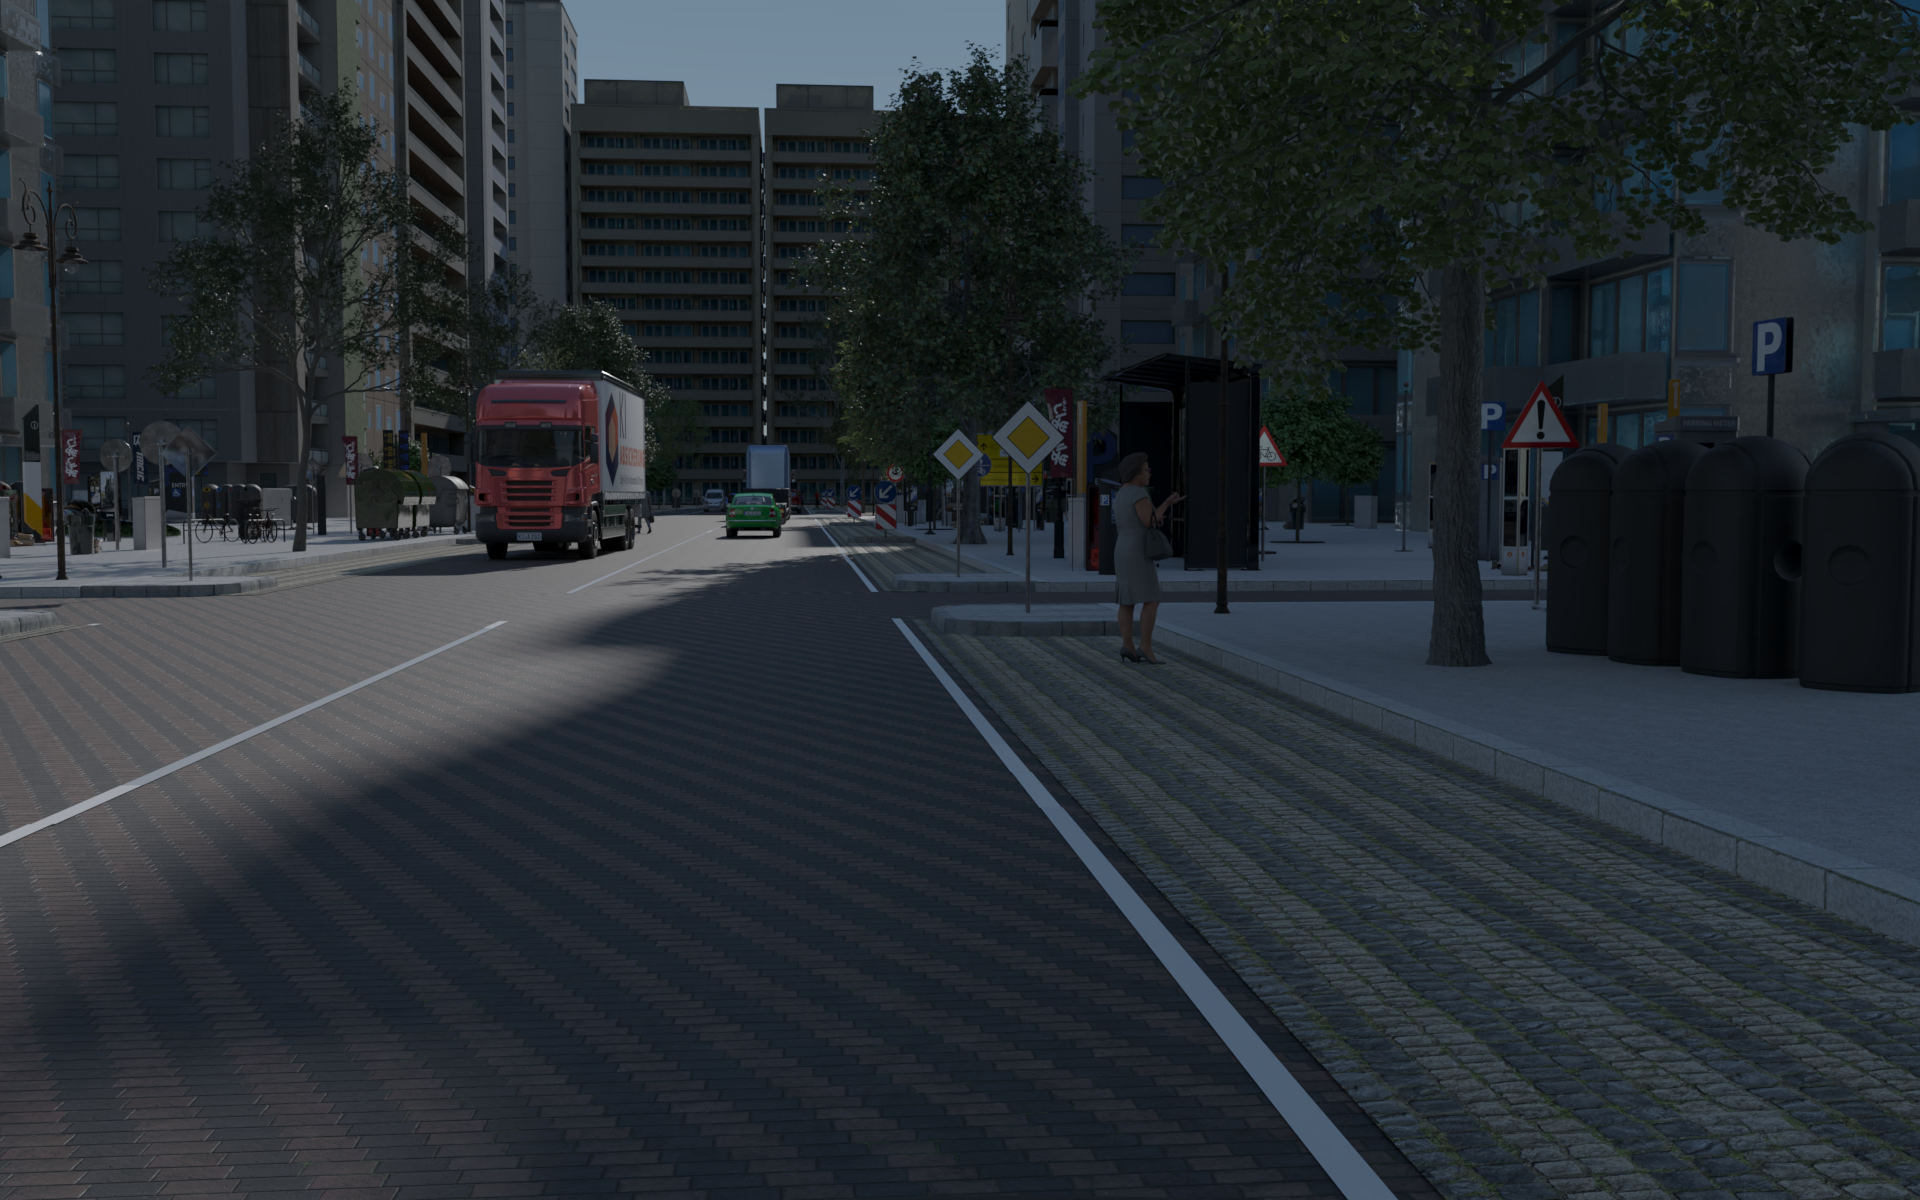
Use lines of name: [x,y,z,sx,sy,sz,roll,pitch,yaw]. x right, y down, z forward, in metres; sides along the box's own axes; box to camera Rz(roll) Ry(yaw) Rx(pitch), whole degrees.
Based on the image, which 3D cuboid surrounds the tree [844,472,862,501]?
tree: [-9.177,-9.357,147.587,1.663,3.219,1.824,0,3,0]

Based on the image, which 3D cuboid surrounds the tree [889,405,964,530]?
tree: [-0.863,-4.792,62.058,4.285,4.588,4.351,0,3,0]

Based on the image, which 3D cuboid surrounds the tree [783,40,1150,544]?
tree: [0.267,-7.789,44.350,9.611,12.733,9.660,0,3,0]

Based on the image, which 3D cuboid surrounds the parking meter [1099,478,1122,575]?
parking meter: [2.393,-1.170,27.535,0.372,1.533,0.369,0,3,0]

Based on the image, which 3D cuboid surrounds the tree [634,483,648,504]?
tree: [-23.269,-7.949,124.575,1.663,3.219,1.824,0,3,0]

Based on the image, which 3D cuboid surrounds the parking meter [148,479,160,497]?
parking meter: [-32.083,-3.871,69.008,0.255,1.863,0.399,3,5,41]

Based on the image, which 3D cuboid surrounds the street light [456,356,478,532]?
street light: [-16.499,-5.215,58.053,0.468,5.910,1.993,0,4,-5]

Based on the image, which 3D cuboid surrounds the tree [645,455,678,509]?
tree: [-25.205,-9.860,144.930,4.285,4.588,4.351,0,3,0]

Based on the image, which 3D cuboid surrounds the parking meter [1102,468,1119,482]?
parking meter: [3.384,-2.028,38.865,0.255,1.863,0.399,-2,4,-34]

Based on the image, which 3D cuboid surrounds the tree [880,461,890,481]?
tree: [-3.939,-8.858,95.182,4.360,8.622,3.978,0,3,0]

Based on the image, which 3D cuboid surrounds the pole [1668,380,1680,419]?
pole: [12.730,-2.270,30.954,0.158,3.312,0.155,0,3,0]

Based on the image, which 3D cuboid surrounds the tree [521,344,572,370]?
tree: [-19.341,-8.171,83.962,4.360,8.622,3.978,0,3,0]

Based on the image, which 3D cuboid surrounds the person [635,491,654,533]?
person: [-11.515,-3.325,62.960,0.694,1.812,0.767,-3,5,-39]

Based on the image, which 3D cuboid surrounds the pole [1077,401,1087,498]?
pole: [2.669,-2.700,37.983,0.158,3.312,0.155,0,3,0]

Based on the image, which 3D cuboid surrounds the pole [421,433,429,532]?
pole: [-17.892,-3.919,57.911,0.158,3.312,0.155,0,3,0]

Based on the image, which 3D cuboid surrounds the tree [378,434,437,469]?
tree: [-28.834,-6.505,90.073,4.285,4.588,4.351,0,3,0]

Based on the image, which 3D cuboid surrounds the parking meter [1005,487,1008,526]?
parking meter: [1.801,-3.907,69.593,0.255,1.863,0.399,2,4,35]

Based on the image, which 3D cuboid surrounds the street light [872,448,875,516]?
street light: [-5.071,-7.856,101.234,0.468,5.910,1.993,0,4,-5]

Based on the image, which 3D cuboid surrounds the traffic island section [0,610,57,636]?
traffic island section: [-10.636,0.282,17.668,2.009,0.180,2.903,0,4,-5]

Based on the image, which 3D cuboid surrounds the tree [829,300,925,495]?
tree: [-2.837,-10.346,87.284,7.486,12.596,7.792,0,3,0]

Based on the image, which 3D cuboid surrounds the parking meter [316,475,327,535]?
parking meter: [-19.875,-2.948,53.916,0.255,1.863,0.399,-1,4,-19]

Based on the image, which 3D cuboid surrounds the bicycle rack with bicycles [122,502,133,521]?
bicycle rack with bicycles: [-38.873,-4.174,81.632,2.925,0.926,2.852,0,4,1]

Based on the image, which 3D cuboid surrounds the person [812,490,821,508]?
person: [-13.270,-9.343,161.201,1.348,1.831,0.705,-3,5,-40]

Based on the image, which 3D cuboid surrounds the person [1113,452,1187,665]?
person: [1.597,-0.347,14.535,0.532,1.782,0.716,-1,4,-19]

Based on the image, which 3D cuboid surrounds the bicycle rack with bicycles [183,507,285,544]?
bicycle rack with bicycles: [-18.913,-1.975,45.670,2.852,0.926,2.925,1,4,12]

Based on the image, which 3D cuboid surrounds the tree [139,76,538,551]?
tree: [-14.439,-6.360,38.398,7.601,10.594,8.767,0,4,2]

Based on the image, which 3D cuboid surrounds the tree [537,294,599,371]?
tree: [-17.625,-8.143,67.558,8.767,10.594,7.601,2,4,25]

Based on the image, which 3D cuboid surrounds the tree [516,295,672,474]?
tree: [-21.375,-11.203,100.177,9.611,12.733,9.660,0,3,0]

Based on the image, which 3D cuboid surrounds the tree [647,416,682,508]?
tree: [-27.752,-12.874,160.856,4.737,8.622,4.395,0,3,0]

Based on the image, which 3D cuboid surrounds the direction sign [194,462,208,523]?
direction sign: [-34.069,-5.246,77.773,0.379,3.537,0.876,1,4,16]

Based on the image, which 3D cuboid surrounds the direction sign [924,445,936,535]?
direction sign: [-0.951,-3.843,54.832,0.379,3.537,0.876,0,4,3]

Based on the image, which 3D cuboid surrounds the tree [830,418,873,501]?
tree: [-8.891,-11.818,143.593,4.737,8.622,4.395,0,3,0]

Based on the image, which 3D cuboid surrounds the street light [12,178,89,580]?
street light: [-13.445,-3.239,25.753,0.468,5.910,1.993,0,4,-5]

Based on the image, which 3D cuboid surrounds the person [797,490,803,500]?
person: [-12.595,-7.802,136.591,0.721,1.766,1.217,1,4,12]

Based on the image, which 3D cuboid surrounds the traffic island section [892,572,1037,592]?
traffic island section: [-0.005,-0.270,26.696,2.009,0.180,2.903,0,4,-5]

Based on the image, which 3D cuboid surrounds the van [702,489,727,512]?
van: [-19.871,-8.159,140.409,2.013,2.044,4.112,0,4,-4]

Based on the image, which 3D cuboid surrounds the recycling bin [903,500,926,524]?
recycling bin: [-1.960,-3.811,74.868,0.722,1.027,0.722,-3,5,-44]

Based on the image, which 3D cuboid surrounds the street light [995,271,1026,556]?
street light: [1.047,-3.867,36.017,0.468,5.910,1.993,0,4,-5]

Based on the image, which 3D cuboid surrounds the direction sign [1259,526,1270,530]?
direction sign: [10.886,-4.273,61.869,0.876,3.537,0.379,0,4,7]

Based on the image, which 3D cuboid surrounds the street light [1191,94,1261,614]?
street light: [2.819,-2.794,18.464,0.468,5.910,1.993,0,4,-5]

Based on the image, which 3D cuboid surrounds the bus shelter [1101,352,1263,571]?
bus shelter: [3.977,-2.487,31.953,1.731,3.624,6.357,0,4,-5]

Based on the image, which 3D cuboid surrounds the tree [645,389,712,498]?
tree: [-28.103,-15.007,171.116,9.928,11.665,9.643,0,3,0]

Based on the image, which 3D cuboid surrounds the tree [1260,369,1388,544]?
tree: [8.813,-3.776,45.456,4.285,4.588,4.351,0,3,0]

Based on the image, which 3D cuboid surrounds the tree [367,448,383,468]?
tree: [-24.693,-4.790,72.910,1.663,3.219,1.824,0,3,0]

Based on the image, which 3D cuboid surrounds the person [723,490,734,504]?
person: [-17.777,-7.625,133.890,1.217,1.735,0.721,-2,4,-27]

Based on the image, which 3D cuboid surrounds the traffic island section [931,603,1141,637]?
traffic island section: [0.754,0.216,18.746,2.009,0.180,2.903,0,4,-5]

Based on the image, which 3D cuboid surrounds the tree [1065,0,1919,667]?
tree: [3.867,-5.758,12.267,7.486,12.596,7.792,0,3,0]

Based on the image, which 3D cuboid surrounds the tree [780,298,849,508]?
tree: [-10.786,-18.947,165.665,12.611,20.169,13.585,0,3,0]

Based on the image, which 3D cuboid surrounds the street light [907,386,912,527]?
street light: [-1.992,-5.843,68.318,0.468,5.910,1.993,0,4,-5]

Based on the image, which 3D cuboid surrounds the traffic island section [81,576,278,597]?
traffic island section: [-11.395,-0.204,25.617,2.009,0.180,2.903,0,4,-5]

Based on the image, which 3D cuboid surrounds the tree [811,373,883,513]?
tree: [-6.182,-11.038,114.881,8.767,10.594,7.601,3,5,39]

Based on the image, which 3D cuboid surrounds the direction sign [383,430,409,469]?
direction sign: [-19.917,-4.235,61.238,0.876,3.537,0.379,-2,4,-26]

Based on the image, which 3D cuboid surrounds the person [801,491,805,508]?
person: [-16.199,-10.258,176.900,0.721,1.739,1.217,3,4,37]

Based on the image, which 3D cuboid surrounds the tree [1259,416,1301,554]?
tree: [6.202,-2.600,37.108,1.663,3.219,1.824,0,3,0]

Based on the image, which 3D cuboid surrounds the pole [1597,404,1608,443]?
pole: [14.490,-2.770,39.141,0.158,3.312,0.155,0,3,0]
